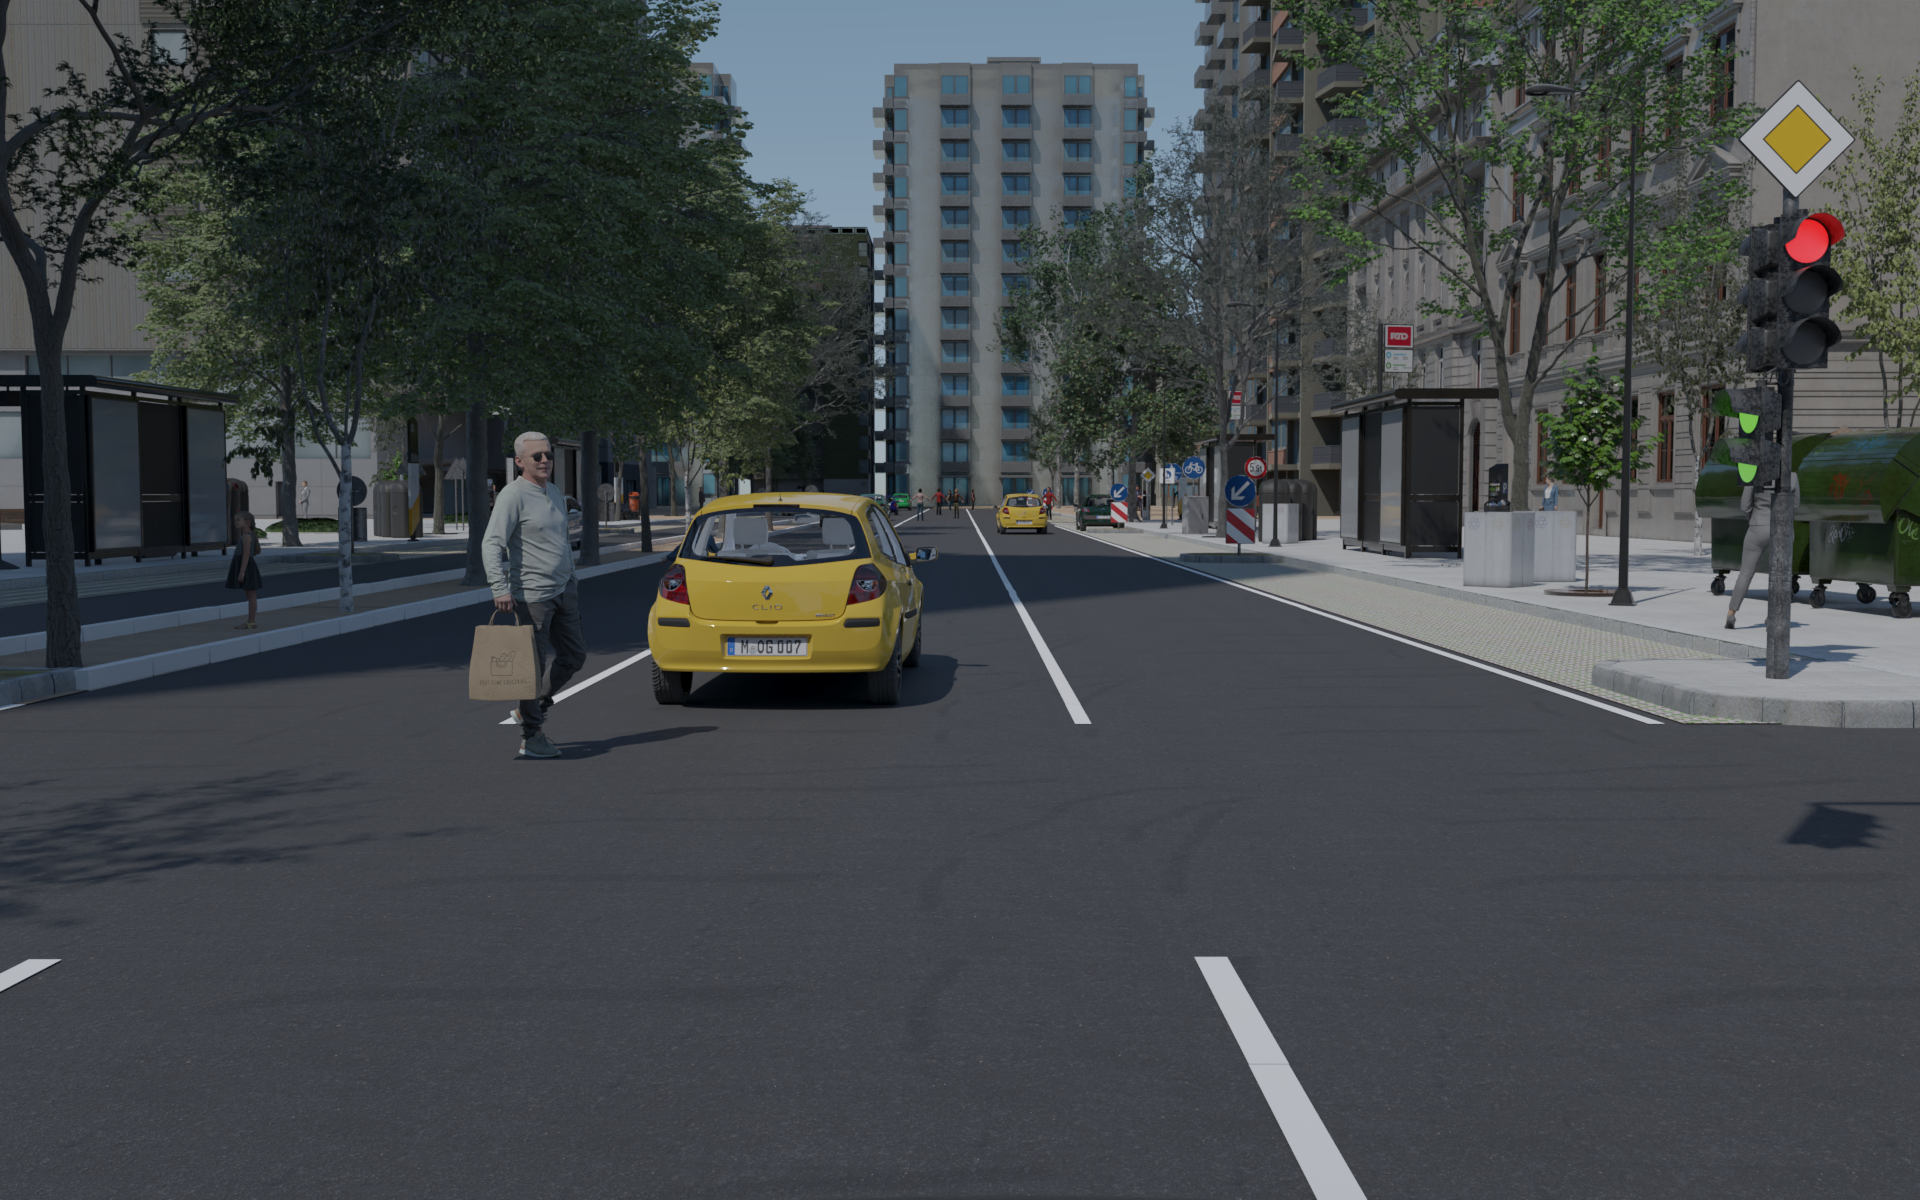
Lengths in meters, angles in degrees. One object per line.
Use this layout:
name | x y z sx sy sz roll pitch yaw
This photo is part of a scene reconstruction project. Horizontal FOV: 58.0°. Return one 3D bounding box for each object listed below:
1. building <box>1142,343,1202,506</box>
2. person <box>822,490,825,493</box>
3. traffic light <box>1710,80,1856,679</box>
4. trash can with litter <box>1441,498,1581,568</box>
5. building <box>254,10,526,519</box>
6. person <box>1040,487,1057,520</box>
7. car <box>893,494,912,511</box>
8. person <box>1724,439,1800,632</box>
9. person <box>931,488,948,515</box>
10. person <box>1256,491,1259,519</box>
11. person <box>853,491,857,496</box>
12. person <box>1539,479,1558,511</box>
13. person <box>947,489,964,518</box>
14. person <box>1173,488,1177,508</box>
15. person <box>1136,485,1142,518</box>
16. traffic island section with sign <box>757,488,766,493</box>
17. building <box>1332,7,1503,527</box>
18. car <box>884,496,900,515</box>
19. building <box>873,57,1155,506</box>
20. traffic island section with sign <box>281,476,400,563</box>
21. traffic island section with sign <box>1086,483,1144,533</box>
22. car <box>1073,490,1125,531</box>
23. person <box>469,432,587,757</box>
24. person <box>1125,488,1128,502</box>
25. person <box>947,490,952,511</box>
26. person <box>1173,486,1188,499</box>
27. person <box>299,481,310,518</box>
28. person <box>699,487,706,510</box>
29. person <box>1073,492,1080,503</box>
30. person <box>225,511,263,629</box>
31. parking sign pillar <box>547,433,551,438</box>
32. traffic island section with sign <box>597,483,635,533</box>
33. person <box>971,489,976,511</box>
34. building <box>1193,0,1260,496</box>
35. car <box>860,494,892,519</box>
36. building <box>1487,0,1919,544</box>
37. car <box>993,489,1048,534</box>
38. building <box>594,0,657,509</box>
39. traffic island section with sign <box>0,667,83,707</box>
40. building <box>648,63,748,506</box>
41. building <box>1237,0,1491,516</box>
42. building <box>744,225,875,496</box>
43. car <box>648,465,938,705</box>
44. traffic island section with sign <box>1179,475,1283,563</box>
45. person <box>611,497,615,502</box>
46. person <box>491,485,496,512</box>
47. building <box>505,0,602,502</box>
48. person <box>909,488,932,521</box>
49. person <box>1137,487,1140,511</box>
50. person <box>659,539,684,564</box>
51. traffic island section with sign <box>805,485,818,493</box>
building | 35.631 -21.436 195.515 28.899 21.520 27.650 0 3 0
person | -10.217 -7.295 128.596 1.217 1.723 0.721 -2 4 -34
traffic light | 5.670 -1.408 11.941 0.839 4.253 0.868 0 3 0
trash can with litter | 9.771 -1.188 30.481 1.678 1.210 2.233 -3 5 -45
building | -41.101 -31.238 99.981 28.713 52.752 27.495 0 3 0
person | 4.863 -5.312 95.286 1.348 1.831 0.705 3 5 41
car | -5.157 -8.754 151.925 1.959 1.807 4.718 0 4 0
person | 7.532 -0.608 16.258 0.520 1.790 0.573 0 4 -3
person | -1.398 -6.621 116.699 1.348 1.831 0.705 2 4 29
person | 15.257 -4.845 88.525 0.557 1.426 1.065 -2 4 -27
person | -10.222 -9.733 168.549 0.541 1.710 0.530 -3 5 -41
person | 17.446 -2.754 51.098 0.654 1.822 0.581 -1 4 -19
person | -0.258 -5.684 101.956 1.217 1.766 0.721 3 4 38
person | 20.063 -9.558 162.340 0.705 1.821 1.348 -1 4 -9
person | 9.619 -5.293 93.033 0.683 1.767 0.568 -1 4 -22
traffic island section with sign | -13.092 -6.481 114.595 1.989 1.847 2.006 0 3 0
building | 25.210 -14.257 74.902 13.314 21.916 24.055 0 3 0
car | -5.077 -6.465 118.282 1.945 1.354 3.894 0 4 -2
building | 5.789 -35.054 192.736 30.456 49.044 23.786 0 3 0
traffic island section with sign | -13.022 -1.715 36.668 1.989 1.847 2.006 0 3 0
traffic island section with sign | 5.662 -3.363 63.608 1.989 1.847 2.006 0 3 0
car | 5.452 -3.532 67.539 2.009 1.686 4.222 0 4 1
person | -2.371 -0.024 9.382 0.515 1.767 0.782 1 4 21
person | 11.303 -6.751 117.345 0.530 1.710 0.541 0 4 7
person | -0.920 -8.673 150.318 0.705 1.822 1.348 1 4 15
person | 14.438 -6.583 113.299 1.348 1.869 0.705 3 4 36
person | -24.663 -3.589 65.004 0.520 1.790 0.573 2 4 29
person | -16.494 -6.371 110.762 0.434 1.755 0.990 0 4 -6
person | 10.782 -9.355 159.448 0.683 1.767 0.568 -1 4 -18
person | -7.572 -0.314 18.307 0.373 1.253 0.362 -1 4 -20
parking sign pillar | -17.051 -5.054 71.109 1.447 3.967 1.447 -1 4 -8
traffic island section with sign | -13.045 -3.364 63.623 1.989 1.847 2.006 0 3 0
person | 1.179 -8.649 149.871 0.705 1.831 1.348 0 4 8
building | 30.519 -31.609 136.415 23.786 49.044 30.456 0 3 0
car | -4.762 -5.011 93.725 2.131 1.459 4.920 0 4 0
building | 24.388 -13.215 52.224 11.583 22.565 21.152 0 3 0
car | 2.224 -3.218 62.830 2.015 1.641 3.980 0 4 -1
building | -37.097 -42.964 140.709 20.611 71.187 20.563 0 3 0
traffic island section with sign | -7.431 -0.218 11.704 2.006 1.907 1.989 0 3 0
building | -38.774 -35.026 192.290 30.456 49.044 23.786 0 3 0
building | 29.196 -27.656 106.808 22.147 44.769 28.867 0 3 0
building | -16.489 -25.516 188.883 14.107 30.474 14.160 0 3 0
car | -1.201 -0.184 13.231 2.015 1.641 3.980 0 4 2
traffic island section with sign | 5.696 -1.714 36.653 1.989 1.847 2.006 0 3 0
person | -25.472 -7.387 127.376 0.990 1.755 0.434 0 4 -1
person | -24.748 -5.231 92.122 0.434 1.755 0.990 0 4 -4
building | -33.981 -26.830 122.268 14.154 41.232 14.086 0 3 0
person | -2.122 -5.117 92.872 1.217 1.736 0.721 0 4 5
person | 13.471 -7.660 131.311 0.705 1.821 1.348 -3 5 -40
person | -3.785 -0.649 24.615 1.012 1.151 0.738 0 4 -1
traffic island section with sign | -7.507 -4.814 86.842 2.006 1.907 1.989 0 3 0
